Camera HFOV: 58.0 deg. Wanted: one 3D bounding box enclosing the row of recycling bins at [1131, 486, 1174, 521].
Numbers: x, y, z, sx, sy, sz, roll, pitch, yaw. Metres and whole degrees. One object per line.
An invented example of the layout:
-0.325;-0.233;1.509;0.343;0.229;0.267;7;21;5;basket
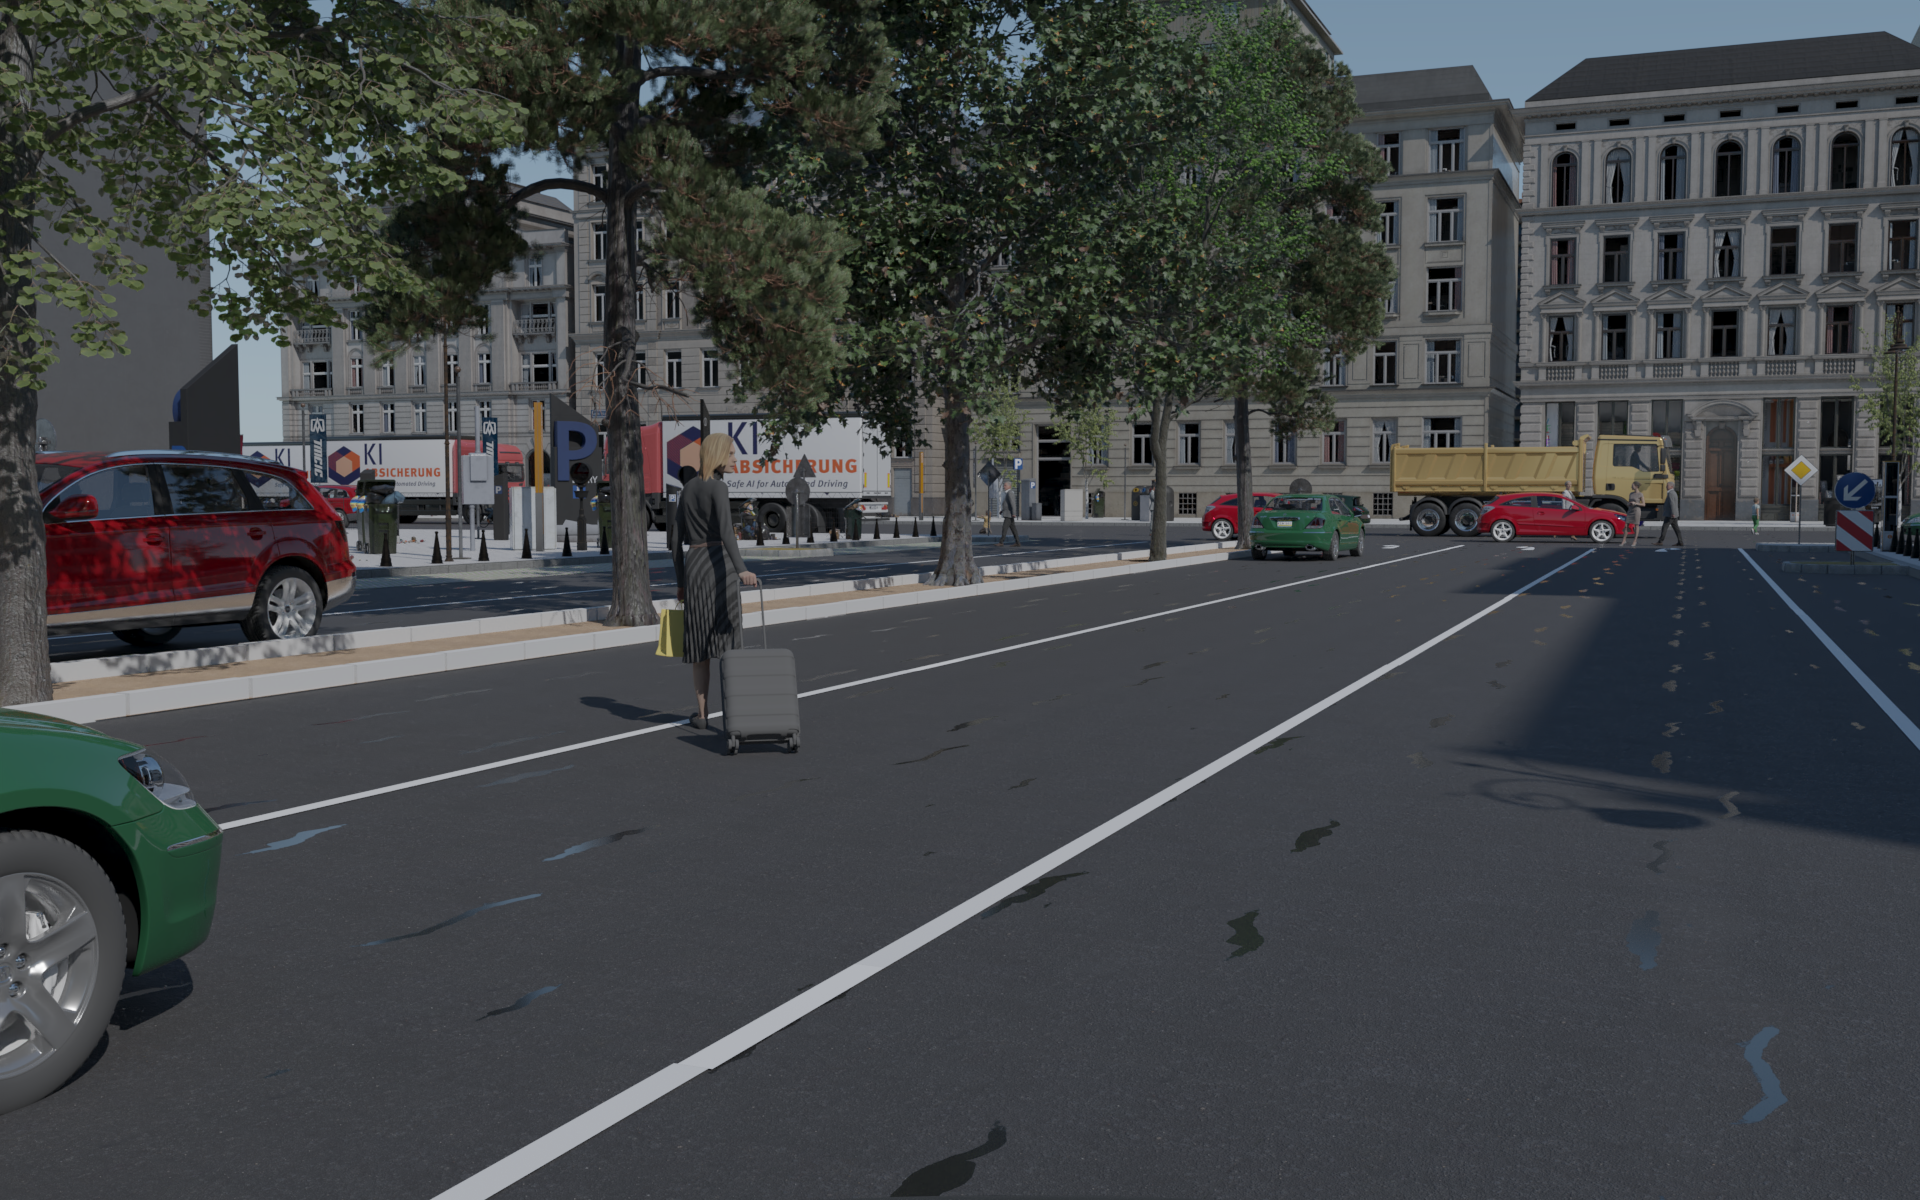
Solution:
9.273;-4.656;83.242;1.069;1.692;3.534;-1;4;-19;row of recycling bins

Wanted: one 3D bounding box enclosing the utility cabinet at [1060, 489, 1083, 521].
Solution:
5.245;-4.454;81.503;1.173;1.500;0.318;-3;5;-40;utility cabinet

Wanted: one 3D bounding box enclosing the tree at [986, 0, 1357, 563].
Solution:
4.208;-6.583;35.853;9.928;11.665;9.643;0;3;0;tree

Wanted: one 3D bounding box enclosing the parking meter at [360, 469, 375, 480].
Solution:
-13.870;-2.134;40.595;0.255;1.863;0.399;0;4;-1;parking meter

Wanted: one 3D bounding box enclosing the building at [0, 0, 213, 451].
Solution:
-32.941;-15.337;44.259;24.014;27.812;14.314;1;4;23;building

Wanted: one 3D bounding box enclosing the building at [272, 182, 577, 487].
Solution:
-32.927;-16.879;117.774;24.055;21.916;13.314;1;4;23;building

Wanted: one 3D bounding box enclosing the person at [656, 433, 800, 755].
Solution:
-1.385;-0.085;10.104;0.699;1.804;1.509;-1;4;-14;person

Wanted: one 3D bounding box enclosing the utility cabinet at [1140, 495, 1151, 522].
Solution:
8.724;-4.248;80.609;0.306;1.237;1.020;-1;4;-19;utility cabinet

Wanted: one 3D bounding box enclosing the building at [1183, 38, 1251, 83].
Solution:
18.272;-28.720;153.162;14.154;41.232;14.086;1;4;23;building

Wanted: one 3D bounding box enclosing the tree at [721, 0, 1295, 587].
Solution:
0.001;-6.571;26.899;9.611;12.733;9.660;0;3;0;tree

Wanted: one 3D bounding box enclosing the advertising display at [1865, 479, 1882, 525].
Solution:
38.551;-4.141;72.926;0.123;1.923;0.974;-1;4;-18;advertising display

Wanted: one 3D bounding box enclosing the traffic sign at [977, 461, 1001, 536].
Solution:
0.871;-2.999;52.673;0.795;2.450;0.064;1;4;23;traffic sign

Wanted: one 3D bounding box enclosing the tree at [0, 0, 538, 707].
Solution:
-6.327;-5.579;11.798;7.486;12.596;7.792;0;3;0;tree

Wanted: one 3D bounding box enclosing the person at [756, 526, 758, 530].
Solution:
-8.093;-3.624;68.699;0.436;1.711;0.756;-1;4;-16;person

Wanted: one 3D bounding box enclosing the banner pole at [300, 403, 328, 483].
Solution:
-17.825;-3.529;47.708;0.863;3.779;0.401;0;4;-2;banner pole

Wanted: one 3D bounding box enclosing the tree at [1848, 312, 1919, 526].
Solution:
37.812;-7.284;69.458;4.737;8.622;4.395;0;3;0;tree

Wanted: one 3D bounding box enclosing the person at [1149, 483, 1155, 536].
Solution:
6.721;-3.105;59.442;0.466;1.800;0.511;0;4;-2;person

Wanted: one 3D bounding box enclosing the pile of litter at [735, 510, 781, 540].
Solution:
-5.904;-2.105;48.387;1.719;0.858;1.176;1;4;11;pile of litter

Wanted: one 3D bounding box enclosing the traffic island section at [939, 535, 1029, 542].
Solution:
0.846;-1.863;52.745;2.009;0.180;2.903;1;4;23;traffic island section

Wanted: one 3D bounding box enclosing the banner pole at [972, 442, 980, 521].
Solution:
0.709;-5.701;83.228;0.401;3.779;0.863;-1;4;-11;banner pole

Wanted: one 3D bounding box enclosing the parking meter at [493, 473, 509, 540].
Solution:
-12.747;-2.588;48.018;0.399;1.863;0.255;1;4;11;parking meter

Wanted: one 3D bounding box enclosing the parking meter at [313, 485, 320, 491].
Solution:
-15.843;-2.076;42.348;0.372;1.533;0.369;0;3;0;parking meter

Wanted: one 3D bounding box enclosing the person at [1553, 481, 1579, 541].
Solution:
18.658;-2.749;53.327;0.818;1.842;0.514;1;4;19;person

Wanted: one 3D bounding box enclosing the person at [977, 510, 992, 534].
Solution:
0.883;-2.830;62.701;0.347;0.859;0.695;-3;4;-37;person

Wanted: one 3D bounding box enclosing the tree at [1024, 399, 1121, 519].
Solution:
6.452;-8.460;88.681;4.737;8.622;4.395;0;3;0;tree

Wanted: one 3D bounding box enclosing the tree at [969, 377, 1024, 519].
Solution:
1.945;-8.517;89.611;4.737;8.622;4.395;0;3;0;tree

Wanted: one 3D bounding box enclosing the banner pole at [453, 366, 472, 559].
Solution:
-9.900;-2.706;34.265;0.401;3.779;0.863;-1;4;-15;banner pole

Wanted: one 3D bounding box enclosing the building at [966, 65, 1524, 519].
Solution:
16.257;-16.244;98.871;30.059;22.955;16.112;1;4;23;building

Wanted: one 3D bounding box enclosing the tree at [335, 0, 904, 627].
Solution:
-3.643;-5.749;18.502;6.751;12.117;7.091;0;3;0;tree

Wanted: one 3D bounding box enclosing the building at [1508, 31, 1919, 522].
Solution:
38.155;-15.754;86.455;19.941;23.489;11.050;1;4;23;building

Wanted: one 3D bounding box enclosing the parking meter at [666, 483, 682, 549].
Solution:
-6.735;-1.981;40.804;0.372;1.533;0.369;0;3;0;parking meter

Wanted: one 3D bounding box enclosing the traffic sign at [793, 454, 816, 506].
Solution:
-5.038;-3.425;55.998;0.884;2.594;0.081;2;4;27;traffic sign

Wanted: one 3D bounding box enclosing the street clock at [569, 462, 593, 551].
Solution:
-8.601;-2.128;39.358;0.471;2.002;0.358;0;4;6;street clock

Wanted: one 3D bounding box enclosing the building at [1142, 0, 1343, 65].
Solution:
24.034;-36.407;184.498;27.495;52.752;28.713;1;4;23;building

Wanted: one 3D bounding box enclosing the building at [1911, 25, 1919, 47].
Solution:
98.052;-32.532;155.592;21.300;48.544;21.600;1;4;23;building

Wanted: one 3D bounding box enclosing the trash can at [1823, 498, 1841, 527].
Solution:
34.321;-3.455;68.146;0.748;1.137;0.748;0;3;0;trash can

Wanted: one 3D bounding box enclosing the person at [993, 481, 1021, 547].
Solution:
1.254;-2.327;46.942;0.834;1.777;0.661;-1;4;-17;person

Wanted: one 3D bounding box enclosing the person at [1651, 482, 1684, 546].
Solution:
19.490;-2.372;47.681;0.834;1.777;0.661;1;4;21;person

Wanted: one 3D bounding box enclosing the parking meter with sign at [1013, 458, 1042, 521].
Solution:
3.307;-5.361;83.908;0.543;3.016;1.738;-3;4;-36;parking meter with sign

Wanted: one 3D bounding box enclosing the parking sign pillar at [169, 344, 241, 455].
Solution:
-13.330;-2.577;30.606;1.447;3.967;1.447;1;4;18;parking sign pillar

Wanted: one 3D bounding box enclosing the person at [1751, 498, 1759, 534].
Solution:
28.111;-2.965;61.233;0.590;1.304;0.306;-3;5;-40;person

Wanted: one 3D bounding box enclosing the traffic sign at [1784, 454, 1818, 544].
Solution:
21.370;-2.472;44.053;0.795;2.450;0.064;1;4;23;traffic sign

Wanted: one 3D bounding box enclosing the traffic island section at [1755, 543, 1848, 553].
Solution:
21.395;-1.336;44.120;2.009;0.180;2.903;1;4;23;traffic island section

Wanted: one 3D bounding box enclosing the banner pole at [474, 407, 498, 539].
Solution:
-13.588;-3.642;49.561;0.863;3.779;0.401;-3;4;-36;banner pole

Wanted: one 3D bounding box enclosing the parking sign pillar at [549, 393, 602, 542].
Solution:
-10.289;-3.547;46.460;1.447;3.967;1.447;-2;4;-29;parking sign pillar

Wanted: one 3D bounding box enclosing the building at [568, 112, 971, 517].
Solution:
-10.524;-18.974;107.491;25.104;27.353;12.463;1;4;23;building

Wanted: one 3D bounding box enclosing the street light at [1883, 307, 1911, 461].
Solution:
23.137;-4.287;42.887;0.468;5.910;1.993;1;4;23;street light

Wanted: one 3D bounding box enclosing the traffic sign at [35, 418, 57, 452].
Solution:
-15.397;-1.770;29.045;0.768;2.556;0.104;2;4;31;traffic sign

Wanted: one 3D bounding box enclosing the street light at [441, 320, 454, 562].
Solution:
-9.708;-3.666;32.730;0.468;5.910;1.993;1;4;23;street light

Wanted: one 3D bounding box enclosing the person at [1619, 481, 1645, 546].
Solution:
18.404;-2.359;47.416;0.374;1.781;0.599;-2;4;-35;person

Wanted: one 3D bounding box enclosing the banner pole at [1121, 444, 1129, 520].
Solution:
8.241;-5.900;86.476;0.401;3.779;0.863;0;4;4;banner pole

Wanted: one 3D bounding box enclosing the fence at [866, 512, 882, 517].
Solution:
-4.756;-4.541;89.612;0.278;0.683;2.069;3;5;42;fence

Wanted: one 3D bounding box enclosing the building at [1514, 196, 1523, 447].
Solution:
87.734;-36.080;244.536;28.867;44.769;22.147;1;4;23;building

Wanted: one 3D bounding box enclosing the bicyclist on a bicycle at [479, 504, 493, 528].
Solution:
-19.806;-3.881;73.478;1.625;1.676;1.499;1;4;22;bicyclist on a bicycle

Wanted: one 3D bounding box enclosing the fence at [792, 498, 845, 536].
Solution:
-4.347;-2.626;54.141;2.264;1.192;0.480;2;4;26;fence

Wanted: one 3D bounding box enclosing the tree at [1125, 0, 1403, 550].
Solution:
7.295;-8.237;44.551;7.806;13.903;7.818;0;3;0;tree

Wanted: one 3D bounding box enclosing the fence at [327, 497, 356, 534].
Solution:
-20.179;-2.865;58.045;2.264;1.192;0.480;0;4;4;fence

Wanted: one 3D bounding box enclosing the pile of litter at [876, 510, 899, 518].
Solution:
-4.029;-4.958;95.025;1.176;0.858;1.719;-2;4;-27;pile of litter
